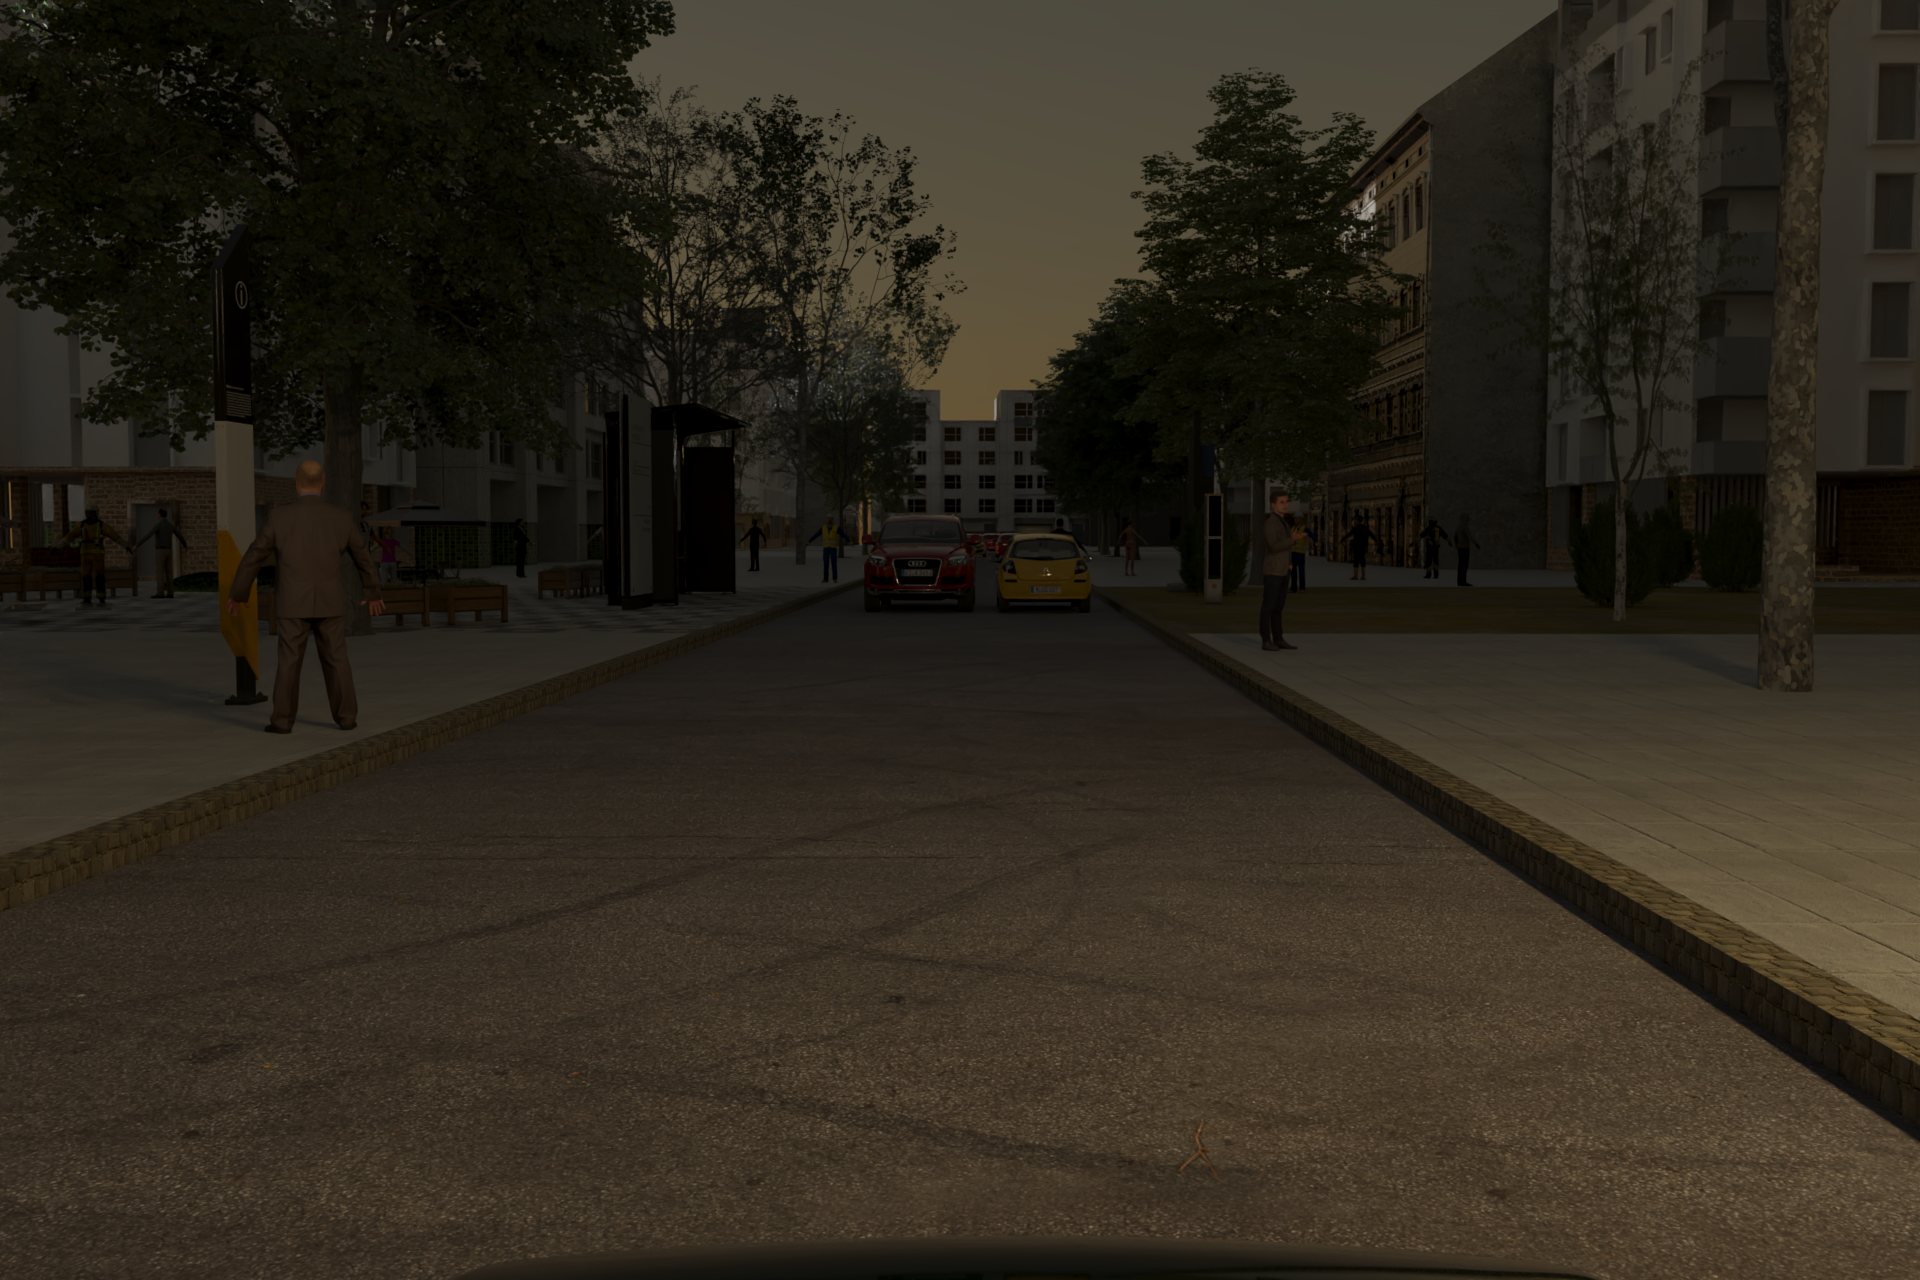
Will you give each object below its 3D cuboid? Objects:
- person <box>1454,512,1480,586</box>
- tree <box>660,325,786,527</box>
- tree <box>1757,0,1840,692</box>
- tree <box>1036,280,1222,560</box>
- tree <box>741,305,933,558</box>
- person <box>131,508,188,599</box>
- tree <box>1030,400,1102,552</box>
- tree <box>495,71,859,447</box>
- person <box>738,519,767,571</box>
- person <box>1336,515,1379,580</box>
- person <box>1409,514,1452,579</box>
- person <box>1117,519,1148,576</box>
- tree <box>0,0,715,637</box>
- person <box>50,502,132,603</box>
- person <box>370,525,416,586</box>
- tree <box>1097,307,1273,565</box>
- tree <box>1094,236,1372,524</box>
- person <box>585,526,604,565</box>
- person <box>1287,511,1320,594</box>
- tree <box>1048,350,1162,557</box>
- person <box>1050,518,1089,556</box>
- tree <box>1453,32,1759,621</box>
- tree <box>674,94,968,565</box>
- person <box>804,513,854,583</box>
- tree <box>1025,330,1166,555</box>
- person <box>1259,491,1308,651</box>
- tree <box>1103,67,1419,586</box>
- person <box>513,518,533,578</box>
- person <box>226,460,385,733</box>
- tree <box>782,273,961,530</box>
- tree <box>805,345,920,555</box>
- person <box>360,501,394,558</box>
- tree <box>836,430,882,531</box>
[{"bbox_3d":[12.429,-2.233,42.631,0.705,1.813,1.348,0,4,-7],"label":"person"},{"bbox_3d":[-7.720,-6.486,56.403,4.360,8.622,3.978,0,3,0],"label":"tree"},{"bbox_3d":[8.122,-9.609,12.990,12.611,20.169,13.585,0,3,0],"label":"tree"},{"bbox_3d":[8.450,-10.892,84.747,9.857,13.997,8.962,0,3,0],"label":"tree"},{"bbox_3d":[-6.259,-11.110,92.026,12.009,13.543,11.850,0,3,0],"label":"tree"},{"bbox_3d":[-15.871,-1.724,34.465,0.705,1.796,1.348,2,4,24],"label":"person"},{"bbox_3d":[9.812,-12.944,122.006,12.009,13.543,11.850,0,3,0],"label":"tree"},{"bbox_3d":[-7.545,-8.314,46.304,12.009,13.543,11.850,0,3,0],"label":"tree"},{"bbox_3d":[-7.120,-3.281,59.830,0.705,1.806,1.347,3,5,39],"label":"person"},{"bbox_3d":[11.185,-2.595,48.565,1.346,1.812,0.704,-1,4,-17],"label":"person"},{"bbox_3d":[13.622,-2.703,49.976,1.354,1.856,0.705,-1,4,-14],"label":"person"},{"bbox_3d":[5.290,-2.845,53.319,0.721,1.733,1.217,-3,5,-44],"label":"person"},{"bbox_3d":[-7.804,-7.033,21.640,9.857,13.997,8.962,0,3,0],"label":"tree"},{"bbox_3d":[-15.668,-1.561,31.286,1.354,1.858,0.705,-1,4,-14],"label":"person"},{"bbox_3d":[-10.095,-1.303,30.568,0.991,1.433,0.599,-2,4,-32],"label":"person"},{"bbox_3d":[9.142,-8.196,68.415,7.601,10.594,8.767,-3,5,-41],"label":"tree"},{"bbox_3d":[8.196,-7.232,52.648,8.767,10.594,7.601,1,4,8],"label":"tree"},{"bbox_3d":[-10.427,-2.780,51.313,1.347,1.847,0.705,0,4,-5],"label":"person"},{"bbox_3d":[7.261,-1.894,37.434,1.216,1.772,0.721,3,5,44],"label":"person"},{"bbox_3d":[8.758,-10.430,96.287,9.928,11.665,9.643,0,3,0],"label":"tree"},{"bbox_3d":[2.401,-2.012,41.488,1.346,1.812,0.704,1,4,14],"label":"person"},{"bbox_3d":[9.956,-4.597,25.517,4.360,8.622,3.978,0,3,0],"label":"tree"},{"bbox_3d":[-6.085,-13.294,73.251,12.611,20.169,13.585,0,3,0],"label":"tree"},{"bbox_3d":[-3.434,-2.431,45.711,1.349,1.833,0.705,0,4,8],"label":"person"},{"bbox_3d":[8.814,-12.189,105.938,9.857,13.997,8.962,0,3,0],"label":"tree"},{"bbox_3d":[3.624,-0.762,19.028,0.617,1.759,0.750,-3,5,-45],"label":"person"},{"bbox_3d":[7.438,-7.657,43.323,7.486,12.596,7.792,0,3,0],"label":"tree"},{"bbox_3d":[-12.816,-2.697,50.820,0.721,1.740,1.216,0,4,8],"label":"person"},{"bbox_3d":[-4.260,-0.286,11.278,0.990,1.755,0.434,-2,4,-31],"label":"person"},{"bbox_3d":[-6.647,-16.532,126.184,12.611,20.169,13.585,0,3,0],"label":"tree"},{"bbox_3d":[-6.114,-11.346,103.632,7.486,12.596,7.792,0,3,0],"label":"tree"},{"bbox_3d":[-9.839,-1.369,28.521,0.704,1.843,1.345,1,4,19],"label":"person"},{"bbox_3d":[-6.089,-10.040,114.508,4.360,8.622,3.978,0,3,0],"label":"tree"}]
